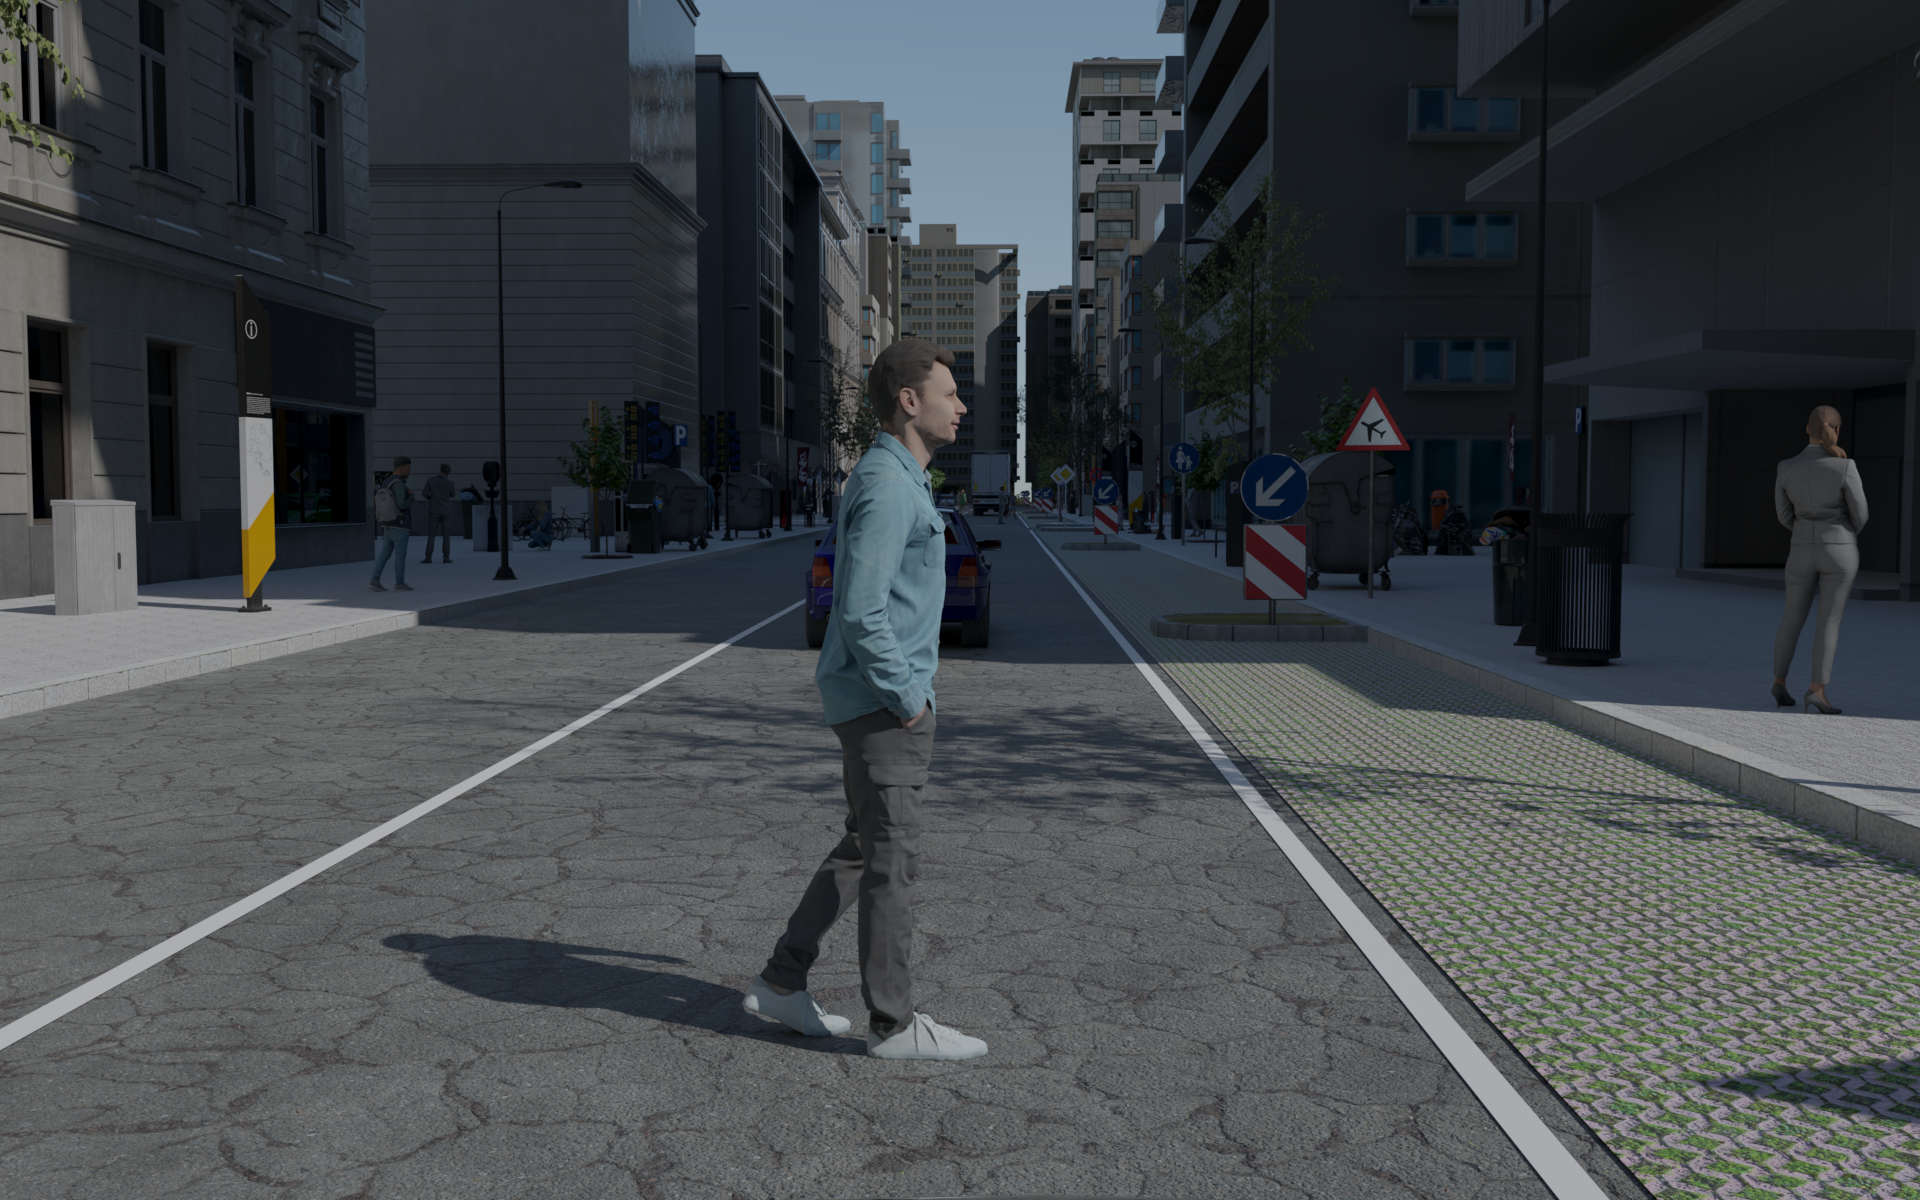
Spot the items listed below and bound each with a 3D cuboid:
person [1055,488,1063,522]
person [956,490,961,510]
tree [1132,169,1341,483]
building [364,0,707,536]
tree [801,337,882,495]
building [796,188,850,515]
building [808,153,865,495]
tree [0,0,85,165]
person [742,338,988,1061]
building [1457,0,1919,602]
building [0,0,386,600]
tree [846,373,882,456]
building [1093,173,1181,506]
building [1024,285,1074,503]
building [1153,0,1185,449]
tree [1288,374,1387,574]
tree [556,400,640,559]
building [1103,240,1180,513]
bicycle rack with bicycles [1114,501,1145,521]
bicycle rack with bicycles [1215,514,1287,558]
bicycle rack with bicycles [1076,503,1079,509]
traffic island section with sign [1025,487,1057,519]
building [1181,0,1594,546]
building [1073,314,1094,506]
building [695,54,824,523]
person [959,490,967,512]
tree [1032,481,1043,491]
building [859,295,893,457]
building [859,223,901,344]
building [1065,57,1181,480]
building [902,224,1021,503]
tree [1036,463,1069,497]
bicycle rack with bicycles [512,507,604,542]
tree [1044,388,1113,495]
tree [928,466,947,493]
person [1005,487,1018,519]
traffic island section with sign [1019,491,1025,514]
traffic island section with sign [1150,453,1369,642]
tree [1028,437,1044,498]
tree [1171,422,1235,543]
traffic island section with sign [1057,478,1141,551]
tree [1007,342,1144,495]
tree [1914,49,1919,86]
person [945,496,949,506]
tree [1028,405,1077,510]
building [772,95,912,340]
[{"bbox_3d":[5.061,-4.874,88.522,0.374,1.781,0.599,2,4,35],"label":"person"},{"bbox_3d":[-0.129,-8.649,150.092,0.466,1.800,0.511,0,4,5],"label":"person"},{"bbox_3d":[6.277,-5.417,38.937,4.737,8.622,4.395,0,3,0],"label":"tree"},{"bbox_3d":[-21.789,-15.928,57.693,25.104,27.353,12.463,0,4,1],"label":"building"},{"bbox_3d":[-5.450,-8.018,81.454,4.360,8.622,3.978,0,3,0],"label":"tree"},{"bbox_3d":[-13.776,-17.626,117.069,11.050,23.489,19.941,0,4,1],"label":"building"},{"bbox_3d":[-14.893,-21.470,136.932,13.634,28.700,20.117,0,4,1],"label":"building"},{"bbox_3d":[-8.024,-3.804,12.553,4.737,8.622,4.395,0,3,0],"label":"tree"},{"bbox_3d":[-0.254,0.248,4.460,0.620,1.820,0.660,-1,4,-8],"label":"person"},{"bbox_3d":[22.353,-26.221,17.959,28.713,52.752,27.495,0,4,1],"label":"building"},{"bbox_3d":[-19.622,-14.509,13.643,17.030,29.872,44.131,0,4,1],"label":"building"},{"bbox_3d":[-5.142,-9.461,105.048,4.737,8.622,4.395,0,3,0],"label":"tree"},{"bbox_3d":[19.166,-23.655,158.466,14.160,30.474,14.107,0,4,1],"label":"building"},{"bbox_3d":[16.113,-28.810,242.740,14.107,30.474,14.160,0,4,1],"label":"building"},{"bbox_3d":[25.098,-28.562,86.597,30.456,49.044,23.786,0,4,1],"label":"building"},{"bbox_3d":[6.166,-2.053,28.168,1.663,3.219,1.824,0,3,0],"label":"tree"},{"bbox_3d":[-6.999,-2.451,34.671,1.663,3.219,1.824,0,3,0],"label":"tree"},{"bbox_3d":[25.648,-17.571,132.328,27.650,21.520,28.899,0,4,1],"label":"building"},{"bbox_3d":[8.217,-4.388,85.121,2.852,0.926,2.925,3,5,44],"label":"bicycle rack with bicycles"},{"bbox_3d":[6.406,-1.311,34.817,2.852,0.926,2.925,-2,4,-26],"label":"bicycle rack with bicycles"},{"bbox_3d":[10.217,-7.637,138.240,2.925,0.926,2.852,0,3,0],"label":"bicycle rack with bicycles"},{"bbox_3d":[4.869,-5.546,99.298,1.989,1.847,2.006,0,4,1],"label":"traffic island section with sign"},{"bbox_3d":[18.502,-26.161,51.427,21.300,48.544,21.600,0,4,1],"label":"building"},{"bbox_3d":[26.199,-20.512,180.407,27.650,21.520,28.899,0,4,1],"label":"building"},{"bbox_3d":[-15.841,-16.701,92.121,14.314,24.678,30.058,0,4,1],"label":"building"},{"bbox_3d":[0.214,-7.884,137.653,0.600,1.795,0.529,-1,4,-18],"label":"person"},{"bbox_3d":[10.210,-13.907,221.980,1.663,3.219,1.824,0,3,0],"label":"tree"},{"bbox_3d":[-21.045,-19.566,164.944,27.650,21.520,28.899,0,4,1],"label":"building"},{"bbox_3d":[-13.697,-25.337,185.968,14.160,30.474,14.107,0,4,1],"label":"building"},{"bbox_3d":[27.342,-37.819,207.579,28.713,52.752,27.495,0,4,1],"label":"building"},{"bbox_3d":[-3.251,-34.251,251.890,23.993,40.220,32.217,0,4,1],"label":"building"},{"bbox_3d":[9.503,-11.528,172.203,4.285,4.588,4.351,0,3,0],"label":"tree"},{"bbox_3d":[-11.561,-2.092,47.585,2.925,0.926,2.852,1,4,8],"label":"bicycle rack with bicycles"},{"bbox_3d":[8.685,-10.441,121.065,4.360,8.622,3.978,0,3,0],"label":"tree"},{"bbox_3d":[-3.151,-13.465,203.859,4.285,4.588,4.351,0,3,0],"label":"tree"},{"bbox_3d":[2.968,-5.477,98.137,0.778,1.811,0.616,-1,4,-15],"label":"person"},{"bbox_3d":[5.516,-7.194,126.246,1.989,1.847,2.006,0,4,1],"label":"traffic island section with sign"},{"bbox_3d":[2.971,-0.550,17.623,1.989,1.847,2.006,0,4,1],"label":"traffic island section with sign"},{"bbox_3d":[10.029,-15.861,209.687,4.360,8.622,3.978,0,3,0],"label":"tree"},{"bbox_3d":[6.486,-3.151,46.117,1.663,3.219,1.824,0,3,0],"label":"tree"},{"bbox_3d":[3.602,-2.198,44.571,1.989,1.847,2.006,0,4,1],"label":"traffic island section with sign"},{"bbox_3d":[7.361,-10.500,106.085,8.767,10.594,7.601,-2,4,-26],"label":"tree"},{"bbox_3d":[4.853,-3.433,6.489,4.360,8.622,3.978,0,3,0],"label":"tree"},{"bbox_3d":[-0.871,-6.077,112.104,0.306,1.304,0.590,1,4,20],"label":"person"},{"bbox_3d":[7.968,-11.769,142.792,4.737,8.622,4.395,0,3,0],"label":"tree"},{"bbox_3d":[-21.301,-36.178,211.111,30.456,49.044,23.786,0,4,1],"label":"building"}]
